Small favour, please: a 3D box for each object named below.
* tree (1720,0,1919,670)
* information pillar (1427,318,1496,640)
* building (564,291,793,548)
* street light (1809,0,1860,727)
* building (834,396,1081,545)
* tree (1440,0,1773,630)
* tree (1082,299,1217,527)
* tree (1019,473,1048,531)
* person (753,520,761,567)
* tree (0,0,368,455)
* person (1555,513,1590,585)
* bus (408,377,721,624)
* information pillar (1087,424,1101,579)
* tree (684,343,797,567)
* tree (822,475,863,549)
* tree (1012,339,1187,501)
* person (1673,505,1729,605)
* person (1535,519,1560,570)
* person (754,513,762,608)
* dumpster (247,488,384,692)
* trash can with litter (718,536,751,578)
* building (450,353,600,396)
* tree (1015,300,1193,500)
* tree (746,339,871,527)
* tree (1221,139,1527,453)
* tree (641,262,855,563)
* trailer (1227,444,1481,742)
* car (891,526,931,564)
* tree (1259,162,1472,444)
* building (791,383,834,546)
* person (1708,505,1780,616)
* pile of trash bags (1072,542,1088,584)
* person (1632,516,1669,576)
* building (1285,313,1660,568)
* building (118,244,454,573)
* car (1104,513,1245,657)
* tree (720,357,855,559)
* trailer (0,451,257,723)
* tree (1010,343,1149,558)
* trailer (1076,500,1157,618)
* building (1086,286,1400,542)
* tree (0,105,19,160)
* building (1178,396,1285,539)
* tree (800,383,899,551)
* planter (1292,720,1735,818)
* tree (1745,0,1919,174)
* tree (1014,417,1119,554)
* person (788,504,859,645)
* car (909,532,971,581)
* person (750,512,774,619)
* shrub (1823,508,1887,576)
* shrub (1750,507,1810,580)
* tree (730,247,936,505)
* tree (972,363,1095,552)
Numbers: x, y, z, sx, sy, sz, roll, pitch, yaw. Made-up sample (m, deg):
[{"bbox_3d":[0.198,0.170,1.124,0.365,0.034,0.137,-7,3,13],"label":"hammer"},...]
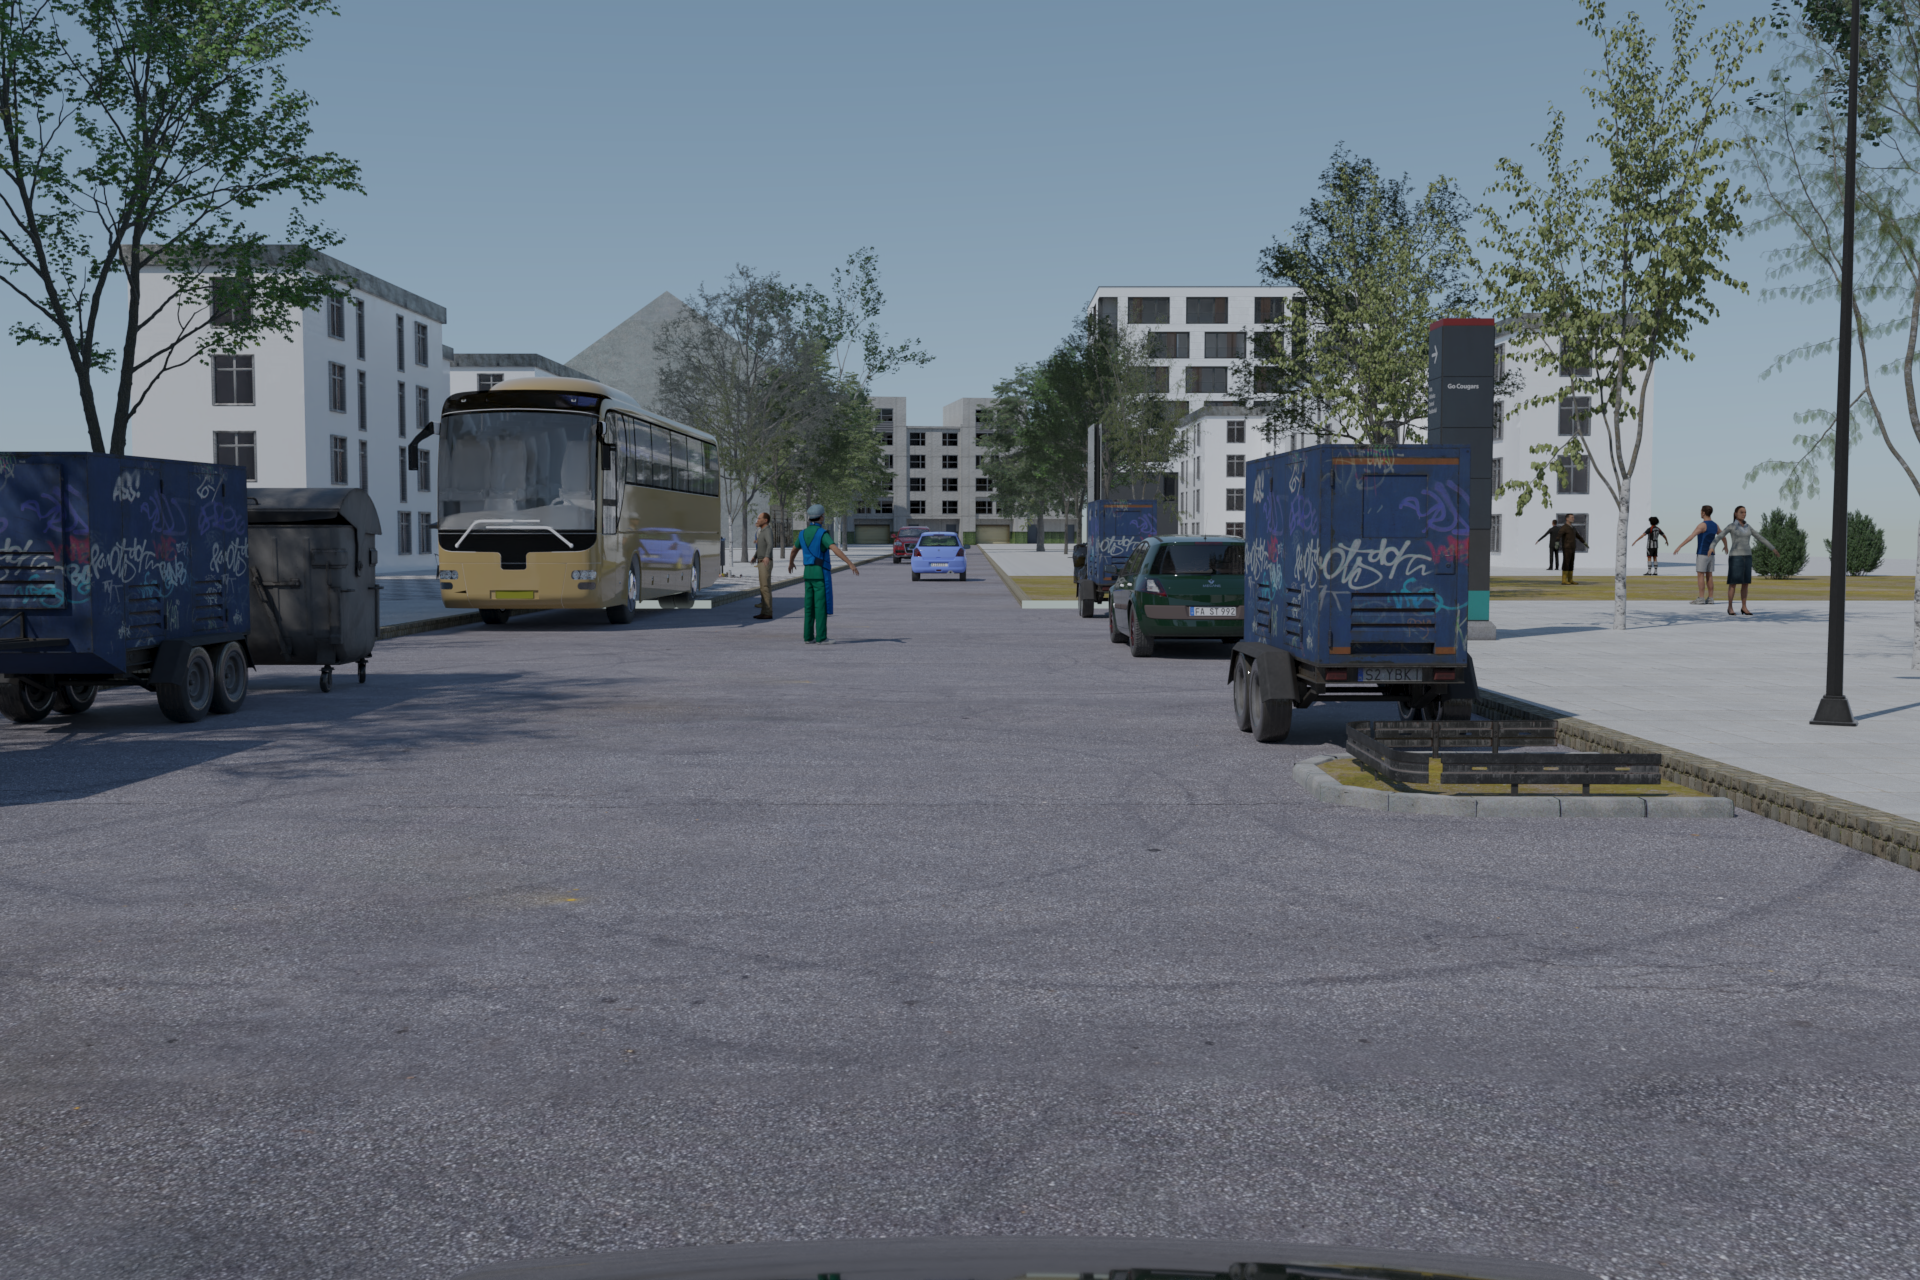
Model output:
[{"bbox_3d":[8.953,-4.008,15.894,4.360,8.622,3.978,0,3,0],"label":"tree"},{"bbox_3d":[6.089,-1.942,21.132,0.750,3.857,0.750,0,4,1],"label":"information pillar"},{"bbox_3d":[-26.347,-20.493,165.983,19.493,23.208,18.063,0,4,1],"label":"building"},{"bbox_3d":[6.447,-2.384,11.521,1.470,5.913,1.316,0,3,0],"label":"street light"},{"bbox_3d":[-1.000,-22.132,230.768,31.486,18.905,16.747,-1,4,-9],"label":"building"},{"bbox_3d":[8.833,-4.457,23.237,4.737,8.622,4.395,0,3,0],"label":"tree"},{"bbox_3d":[5.629,-6.368,54.477,4.360,8.622,3.978,0,3,0],"label":"tree"},{"bbox_3d":[6.215,-11.598,139.985,4.737,8.622,4.395,0,3,0],"label":"tree"},{"bbox_3d":[-7.780,-3.722,66.707,0.705,1.847,1.347,-1,4,-12],"label":"person"},{"bbox_3d":[-12.986,-6.139,26.130,9.928,11.665,9.643,0,3,0],"label":"tree"},{"bbox_3d":[15.410,-2.301,43.756,1.346,1.812,0.704,-3,4,-36],"label":"person"},{"bbox_3d":[-6.401,-2.403,30.844,2.896,3.916,12.252,0,4,1],"label":"bus"},{"bbox_3d":[2.924,-2.838,37.711,0.184,3.620,1.656,0,3,0],"label":"information pillar"},{"bbox_3d":[-9.092,-7.159,67.413,4.360,8.622,3.978,0,3,0],"label":"tree"},{"bbox_3d":[-9.503,-11.343,135.820,4.360,8.622,3.978,0,3,0],"label":"tree"},{"bbox_3d":[6.366,-8.912,80.121,8.767,10.594,7.601,1,4,10],"label":"tree"},{"bbox_3d":[13.555,-1.552,31.539,1.345,1.807,0.704,-2,4,-26],"label":"person"},{"bbox_3d":[21.061,-3.376,61.430,1.346,1.802,0.704,-1,4,-13],"label":"person"},{"bbox_3d":[-3.856,-1.558,33.791,0.705,1.847,1.347,-1,4,-10],"label":"person"},{"bbox_3d":[-6.446,-0.482,16.092,1.865,1.857,1.264,0,3,0],"label":"dumpster"},{"bbox_3d":[-6.974,-2.488,51.735,1.678,1.210,2.233,0,4,1],"label":"trash can with litter"},{"bbox_3d":[-24.189,-9.325,94.616,9.099,9.664,28.070,0,3,0],"label":"building"},{"bbox_3d":[5.740,-8.291,69.966,7.601,10.594,8.767,-1,4,-12],"label":"tree"},{"bbox_3d":[-8.826,-11.159,100.580,7.486,12.596,7.792,0,3,0],"label":"tree"},{"bbox_3d":[9.799,-6.556,41.607,7.601,10.594,8.767,0,4,5],"label":"tree"},{"bbox_3d":[-9.586,-10.217,77.419,12.009,13.543,11.850,0,3,0],"label":"tree"},{"bbox_3d":[2.731,-0.360,12.939,1.471,1.999,3.904,0,4,-1],"label":"trailer"},{"bbox_3d":[-2.228,-4.681,85.215,2.281,1.827,5.304,0,3,0],"label":"car"},{"bbox_3d":[8.222,-5.110,33.914,4.737,8.622,4.395,0,3,0],"label":"tree"},{"bbox_3d":[-24.219,-20.627,203.709,16.747,18.905,31.486,0,4,-1],"label":"building"},{"bbox_3d":[12.330,-1.251,27.289,1.217,1.735,0.721,-1,4,-9],"label":"person"},{"bbox_3d":[3.860,-2.152,44.933,1.912,1.369,3.447,0,4,1],"label":"pile of trash bags"},{"bbox_3d":[21.360,-2.894,53.465,1.345,1.843,0.704,-1,4,-18],"label":"person"},{"bbox_3d":[21.978,-8.420,79.822,9.099,9.664,28.070,0,3,0],"label":"building"},{"bbox_3d":[-23.571,-7.474,64.346,9.099,9.664,28.070,0,4,0],"label":"building"},{"bbox_3d":[2.840,-0.719,21.551,2.009,1.686,4.222,0,4,0],"label":"car"},{"bbox_3d":[-9.068,-9.536,90.322,8.767,10.594,7.601,2,4,28],"label":"tree"},{"bbox_3d":[-6.499,-0.348,12.739,1.471,1.999,3.904,0,3,0],"label":"trailer"},{"bbox_3d":[6.377,-10.169,92.022,9.928,11.665,9.643,0,3,0],"label":"tree"},{"bbox_3d":[2.786,-1.440,30.601,1.471,1.999,3.904,0,4,0],"label":"trailer"},{"bbox_3d":[25.432,-19.278,159.171,27.936,21.610,32.646,0,4,0],"label":"building"},{"bbox_3d":[-12.270,-4.124,17.783,4.737,8.622,4.395,0,3,0],"label":"tree"},{"bbox_3d":[20.505,-10.514,114.048,9.099,9.664,28.070,0,4,0],"label":"building"},{"bbox_3d":[-8.336,-12.866,128.484,7.486,12.596,7.792,0,3,0],"label":"tree"},{"bbox_3d":[2.935,0.697,9.747,1.991,0.319,1.994,0,4,1],"label":"planter"},{"bbox_3d":[24.759,-11.210,39.171,12.611,20.169,13.585,0,3,0],"label":"tree"},{"bbox_3d":[6.980,-10.695,109.282,7.601,10.594,8.767,-3,4,-36],"label":"tree"},{"bbox_3d":[-1.840,-0.854,22.549,1.347,1.817,0.704,3,5,45],"label":"person"},{"bbox_3d":[-0.636,-2.698,53.706,1.945,1.707,3.694,0,4,0],"label":"car"},{"bbox_3d":[-3.315,-1.253,29.220,0.705,1.796,1.348,-1,4,-16],"label":"person"},{"bbox_3d":[27.213,-2.972,52.641,1.661,2.075,1.752,0,3,0],"label":"shrub"},{"bbox_3d":[23.035,-2.734,48.740,1.661,2.075,1.752,0,3,0],"label":"shrub"},{"bbox_3d":[-8.318,-15.759,113.546,12.611,20.169,13.585,0,3,0],"label":"tree"},{"bbox_3d":[5.770,-13.406,125.839,9.857,13.997,8.962,0,3,0],"label":"tree"}]
